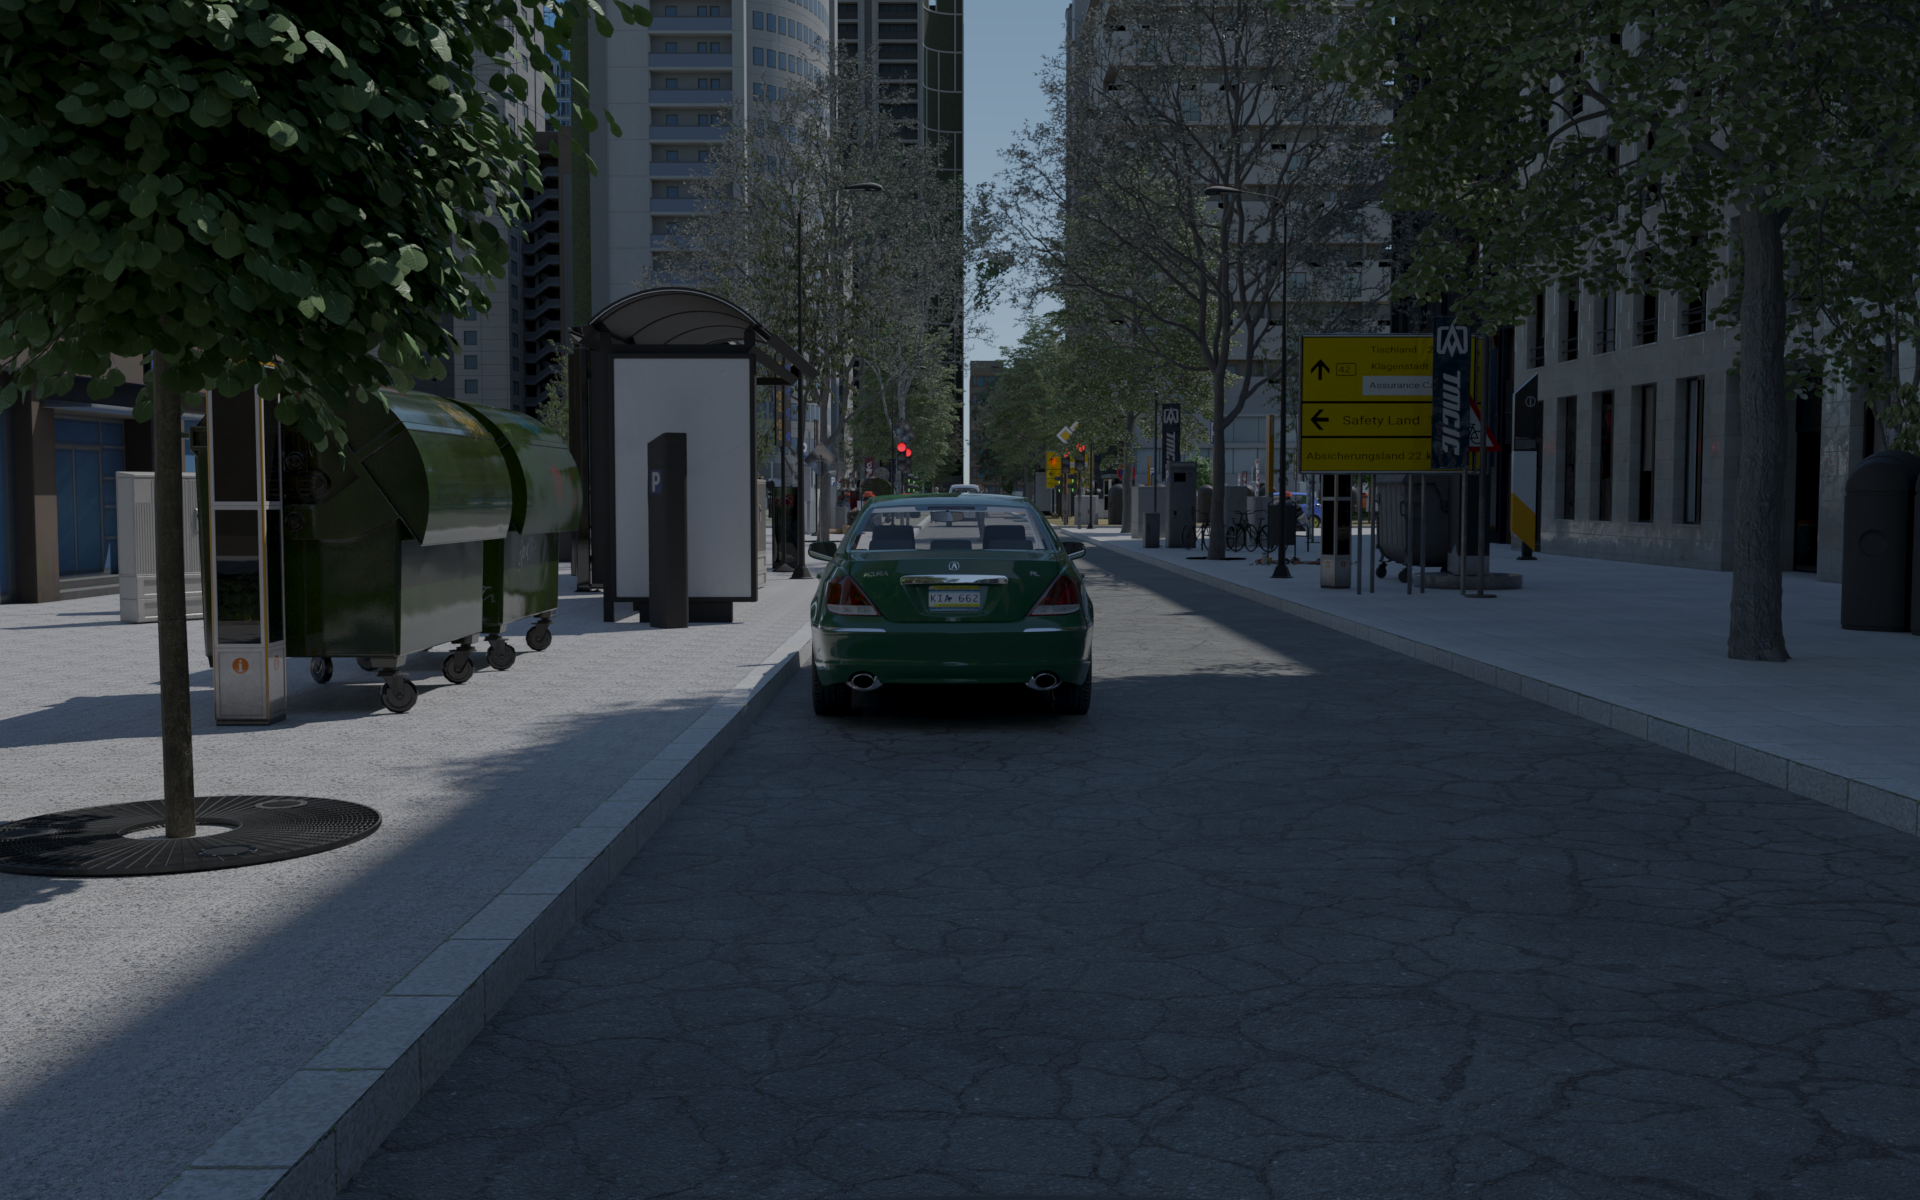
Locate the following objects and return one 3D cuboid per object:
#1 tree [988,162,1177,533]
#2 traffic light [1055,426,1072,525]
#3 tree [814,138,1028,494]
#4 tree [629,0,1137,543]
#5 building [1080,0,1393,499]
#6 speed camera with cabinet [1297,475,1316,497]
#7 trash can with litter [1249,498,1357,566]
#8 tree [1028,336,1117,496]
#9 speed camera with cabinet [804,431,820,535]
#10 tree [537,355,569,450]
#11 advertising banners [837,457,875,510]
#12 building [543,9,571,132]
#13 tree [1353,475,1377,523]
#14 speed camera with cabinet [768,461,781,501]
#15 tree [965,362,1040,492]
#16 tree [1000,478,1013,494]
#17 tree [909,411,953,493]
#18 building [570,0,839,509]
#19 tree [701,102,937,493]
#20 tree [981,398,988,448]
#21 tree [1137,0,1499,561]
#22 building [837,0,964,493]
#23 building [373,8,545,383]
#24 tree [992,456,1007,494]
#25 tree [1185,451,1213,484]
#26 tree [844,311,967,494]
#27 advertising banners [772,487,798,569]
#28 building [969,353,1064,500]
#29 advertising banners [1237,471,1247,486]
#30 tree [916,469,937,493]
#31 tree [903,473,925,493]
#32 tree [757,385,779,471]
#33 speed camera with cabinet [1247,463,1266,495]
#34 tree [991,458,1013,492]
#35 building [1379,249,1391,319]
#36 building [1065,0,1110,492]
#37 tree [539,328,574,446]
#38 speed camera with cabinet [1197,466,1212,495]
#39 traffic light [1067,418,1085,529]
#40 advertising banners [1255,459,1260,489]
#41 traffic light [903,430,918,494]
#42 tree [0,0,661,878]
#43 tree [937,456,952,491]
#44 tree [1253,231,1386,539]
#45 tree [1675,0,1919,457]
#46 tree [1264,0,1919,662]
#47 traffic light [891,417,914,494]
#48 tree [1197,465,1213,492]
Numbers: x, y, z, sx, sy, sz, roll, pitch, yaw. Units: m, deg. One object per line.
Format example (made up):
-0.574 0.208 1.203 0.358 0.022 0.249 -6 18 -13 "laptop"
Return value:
5.875 -8.497 57.055 7.486 12.596 7.792 0 3 0 "tree"
4.326 -5.041 71.337 0.839 4.253 0.868 0 4 0 "traffic light"
-2.421 -14.333 90.231 12.611 20.169 13.585 0 3 0 "tree"
-3.513 -8.280 45.754 12.009 13.543 11.850 0 3 0 "tree"
27.127 -35.634 171.848 28.713 52.752 27.495 0 4 0 "building"
25.925 -8.291 129.886 0.660 3.252 2.038 -1 4 -23 "speed camera with cabinet"
6.292 -1.260 31.657 2.233 1.210 1.678 0 4 -1 "trash can with litter"
5.271 -7.739 76.891 4.737 8.622 4.395 0 3 0 "tree"
-4.851 -3.718 55.121 0.660 3.252 2.038 0 4 5 "speed camera with cabinet"
-20.015 -8.598 90.947 4.360 8.622 3.978 0 3 0 "tree"
-5.057 -5.300 82.839 2.074 3.025 0.090 1 4 13 "advertising banners"
-64.136 -57.137 246.859 31.000 86.520 22.319 0 4 0 "building"
18.024 -5.642 75.960 4.285 4.588 4.351 0 3 0 "tree"
-10.800 -6.698 103.854 0.660 3.252 2.038 -2 4 -32 "speed camera with cabinet"
5.347 -15.805 165.060 9.857 13.997 8.962 0 3 0 "tree"
5.196 -11.137 176.698 1.663 3.219 1.824 0 3 0 "tree"
-2.972 -11.991 146.408 4.737 8.622 4.395 0 3 0 "tree"
-22.629 -37.767 159.492 21.231 58.520 28.212 0 4 0 "building"
-3.122 -5.084 33.487 4.360 8.622 3.978 0 3 0 "tree"
5.301 -11.741 110.086 7.486 12.596 7.792 0 3 0 "tree"
5.148 -7.531 33.503 12.009 13.543 11.850 0 3 0 "tree"
-9.730 -49.450 246.755 20.611 71.187 20.563 0 4 0 "building"
-60.683 -46.772 202.971 20.611 71.187 20.563 0 4 0 "building"
4.654 -14.258 183.487 4.737 8.622 4.395 0 3 0 "tree"
17.808 -8.902 129.269 4.285 4.588 4.351 0 3 0 "tree"
-3.346 -11.447 105.281 7.486 12.596 7.792 0 3 0 "tree"
-3.709 -2.037 29.500 2.074 3.025 0.090 -1 4 -11 "advertising banners"
15.902 -24.864 251.569 28.899 21.520 27.650 0 4 0 "building"
21.220 -8.338 132.516 0.090 3.025 2.074 -3 4 -37 "advertising banners"
-3.755 -10.977 163.190 4.285 4.588 4.351 0 3 0 "tree"
-3.239 -7.770 121.641 1.663 3.219 1.824 0 3 0 "tree"
-13.289 -9.834 111.143 4.737 8.622 4.395 0 3 0 "tree"
18.955 -7.157 111.355 2.038 3.252 0.660 3 4 38 "speed camera with cabinet"
5.067 -15.483 203.511 4.360 8.622 3.978 0 3 0 "tree"
49.331 -26.699 208.225 14.107 30.474 14.160 0 4 0 "building"
22.623 -40.211 199.455 21.231 58.520 28.212 0 4 0 "building"
-16.302 -7.710 76.420 4.737 8.622 4.395 0 3 0 "tree"
17.256 -7.932 124.021 2.038 3.252 0.660 3 4 37 "speed camera with cabinet"
4.359 -4.552 63.352 0.839 4.253 0.868 0 4 0 "traffic light"
15.155 -5.522 86.472 0.090 3.025 2.074 2 4 35 "advertising banners"
-2.135 -5.038 71.295 0.839 4.253 0.868 0 4 0 "traffic light"
-2.842 -1.387 6.384 4.285 4.588 4.351 0 3 0 "tree"
-3.140 -15.991 211.820 4.360 8.622 3.978 0 3 0 "tree"
10.043 -6.039 49.107 4.360 8.622 3.978 0 3 0 "tree"
10.542 -4.252 19.880 4.737 8.622 4.395 0 3 0 "tree"
5.798 -5.805 13.034 7.486 12.596 7.792 0 3 0 "tree"
-2.102 -4.550 63.310 0.839 4.253 0.868 0 4 0 "traffic light"
16.601 -7.517 117.497 1.663 3.219 1.824 0 3 0 "tree"
